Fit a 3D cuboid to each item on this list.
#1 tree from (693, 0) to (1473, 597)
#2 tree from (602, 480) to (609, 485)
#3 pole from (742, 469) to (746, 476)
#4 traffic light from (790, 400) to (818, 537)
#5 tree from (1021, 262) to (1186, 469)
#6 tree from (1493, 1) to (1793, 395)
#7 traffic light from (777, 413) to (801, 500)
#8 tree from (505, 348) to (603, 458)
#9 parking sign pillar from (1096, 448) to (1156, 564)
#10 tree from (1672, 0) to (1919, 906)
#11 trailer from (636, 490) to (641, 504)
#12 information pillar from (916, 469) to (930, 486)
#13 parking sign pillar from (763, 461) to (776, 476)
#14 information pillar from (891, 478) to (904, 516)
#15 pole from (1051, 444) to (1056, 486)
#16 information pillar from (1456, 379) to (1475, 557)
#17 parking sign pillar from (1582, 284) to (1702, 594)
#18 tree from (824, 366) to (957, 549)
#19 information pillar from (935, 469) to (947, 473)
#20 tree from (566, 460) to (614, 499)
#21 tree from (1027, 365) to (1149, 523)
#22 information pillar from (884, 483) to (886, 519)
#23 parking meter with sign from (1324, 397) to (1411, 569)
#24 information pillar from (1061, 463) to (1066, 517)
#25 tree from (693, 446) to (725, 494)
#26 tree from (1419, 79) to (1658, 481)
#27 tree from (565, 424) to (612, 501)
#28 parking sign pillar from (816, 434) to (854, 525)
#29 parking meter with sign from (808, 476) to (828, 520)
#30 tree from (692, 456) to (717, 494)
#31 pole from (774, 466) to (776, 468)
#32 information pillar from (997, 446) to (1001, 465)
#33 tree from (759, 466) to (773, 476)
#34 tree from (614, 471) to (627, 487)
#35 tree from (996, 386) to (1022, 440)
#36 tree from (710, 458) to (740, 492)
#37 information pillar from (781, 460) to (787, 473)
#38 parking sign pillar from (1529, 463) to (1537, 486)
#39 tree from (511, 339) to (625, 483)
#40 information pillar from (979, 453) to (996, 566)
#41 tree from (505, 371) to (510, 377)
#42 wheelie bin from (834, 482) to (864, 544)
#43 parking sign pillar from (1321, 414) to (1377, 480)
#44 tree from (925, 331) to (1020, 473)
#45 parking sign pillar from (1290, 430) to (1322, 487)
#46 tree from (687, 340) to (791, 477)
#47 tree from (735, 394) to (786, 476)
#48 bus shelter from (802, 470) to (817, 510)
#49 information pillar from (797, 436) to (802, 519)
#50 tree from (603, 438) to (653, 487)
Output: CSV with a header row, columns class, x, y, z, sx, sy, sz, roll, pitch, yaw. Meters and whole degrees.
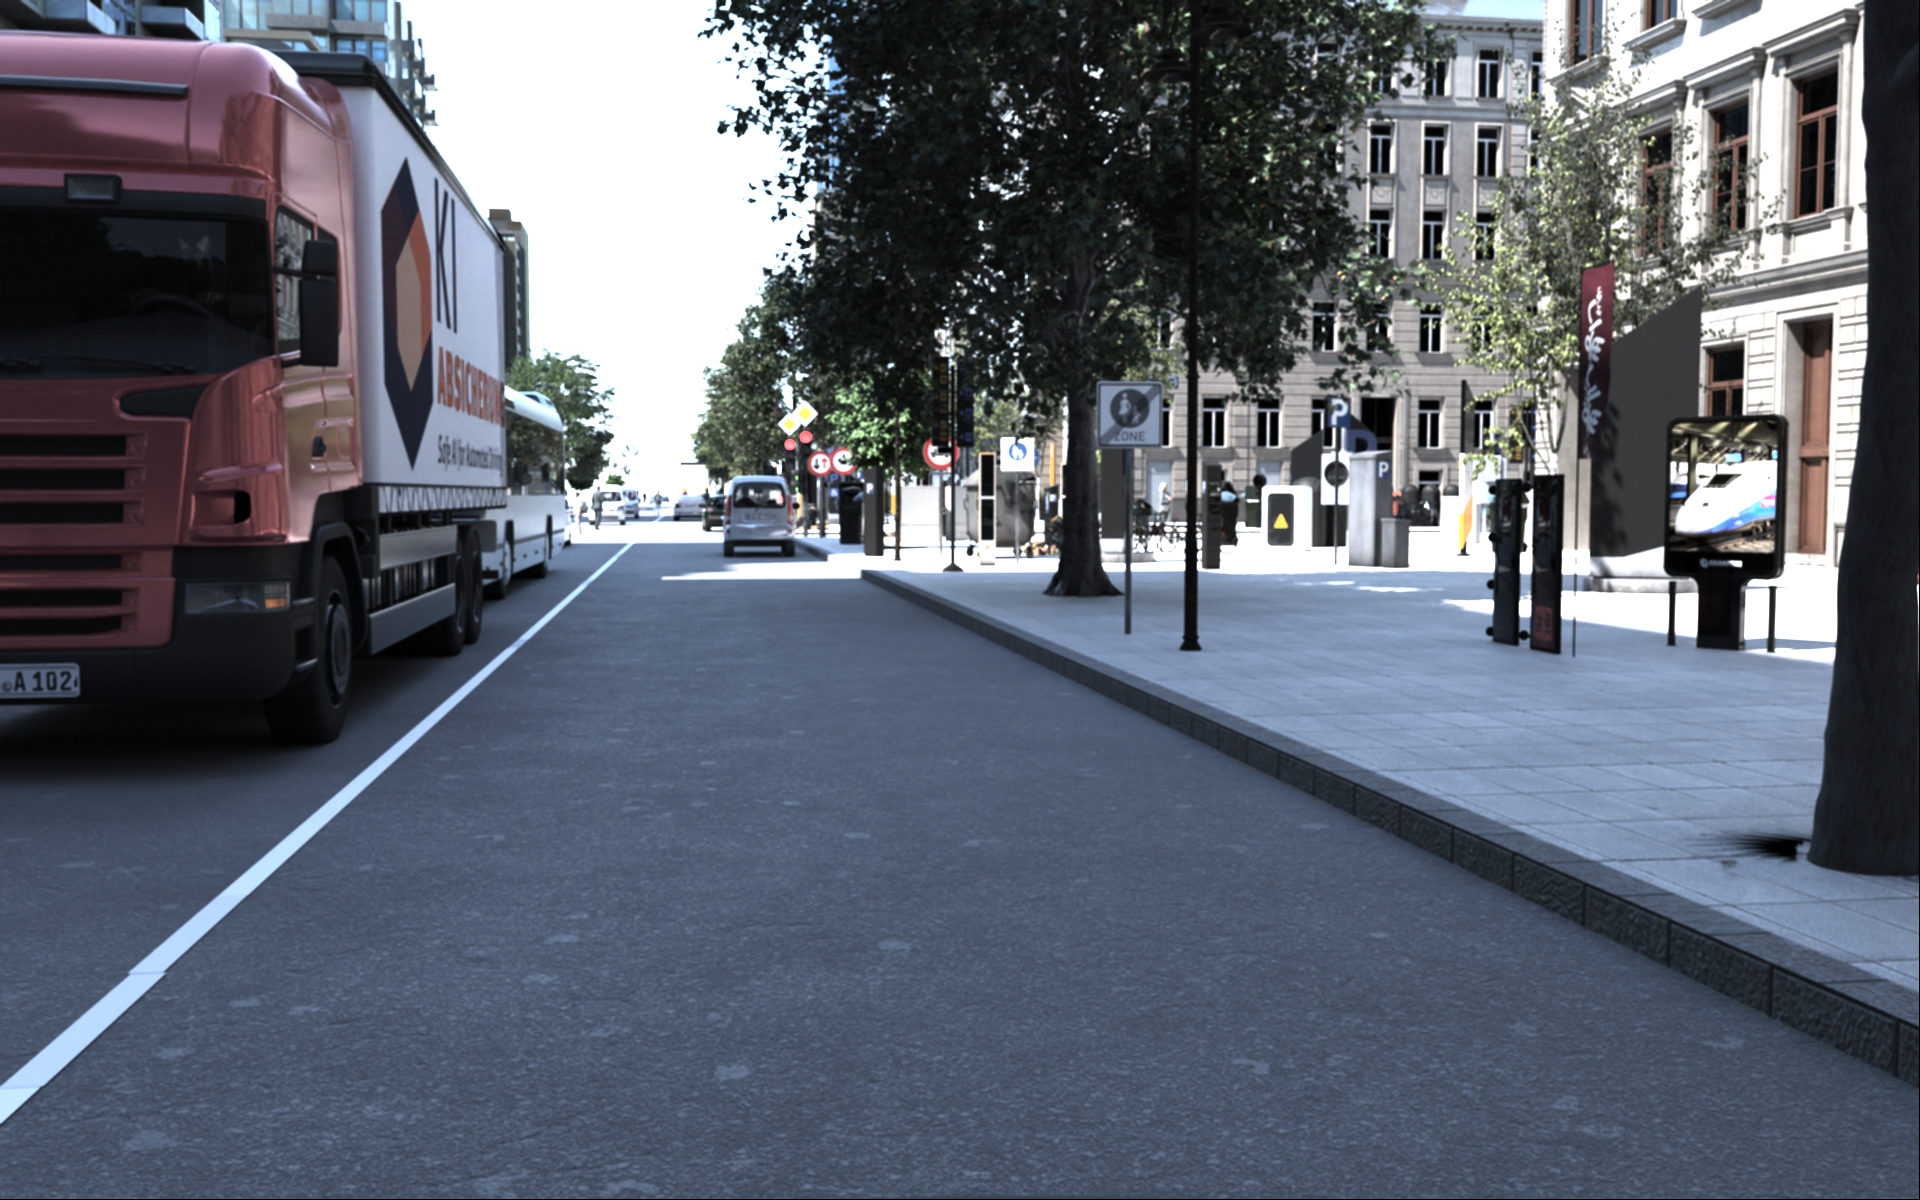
class,x,y,z,sx,sy,sz,roll,pitch,yaw
tree,1.490,-6.412,21.851,9.611,12.733,9.660,0,3,0
tree,-47.043,-14.363,229.429,1.663,3.219,1.824,0,3,0
pole,-13.538,-7.017,108.572,0.158,3.312,0.155,0,3,0
traffic light,-4.668,-3.860,52.035,0.839,4.253,0.868,-1,4,-9
tree,4.417,-5.903,46.880,4.737,8.622,4.395,0,3,0
tree,9.897,-4.642,26.262,4.360,8.622,3.978,0,3,0
traffic light,-5.912,-4.343,59.923,0.839,4.253,0.868,-1,4,-9
tree,-29.734,-12.151,124.430,9.928,11.665,9.643,0,3,0
parking sign pillar,2.963,-2.691,32.467,1.447,3.967,1.447,1,4,15
tree,3.204,-5.815,5.444,12.009,13.543,11.850,0,3,0
trailer,-45.899,-14.581,245.447,1.471,1.999,3.904,-1,4,-11
information pillar,-1.085,-2.839,50.906,0.304,2.012,0.304,-2,4,-32
parking sign pillar,-13.146,-8.039,119.916,1.447,3.967,1.447,1,4,20
information pillar,-2.316,-4.499,64.908,0.504,3.616,0.183,-1,4,-11
pole,3.805,-4.702,70.728,0.158,3.312,0.155,0,3,0
information pillar,10.406,-2.705,35.576,0.183,3.616,0.504,3,5,41
parking sign pillar,8.976,-2.095,22.719,1.447,3.967,1.447,1,4,21
tree,-1.544,-3.499,40.916,4.285,4.588,4.351,0,3,0
information pillar,-0.711,-4.244,60.737,0.504,3.616,0.183,-2,4,-28
tree,-36.608,-11.215,167.075,4.285,4.588,4.351,0,3,0
tree,5.123,-6.952,64.022,4.360,8.622,3.978,0,3,0
information pillar,-2.422,-3.612,50.411,0.504,3.616,0.183,2,4,30
parking meter with sign,7.193,-2.091,30.443,0.543,3.016,1.738,-2,4,-30
information pillar,2.611,-2.244,41.188,0.304,2.012,0.304,-3,5,-42
tree,-27.434,-16.380,202.219,8.767,10.594,7.601,0,4,6
tree,10.629,-4.952,31.329,4.737,8.622,4.395,0,3,0
tree,-38.713,-13.910,177.782,4.737,8.622,4.395,0,3,0
parking sign pillar,-5.307,-5.147,72.624,1.447,3.967,1.447,0,4,-7
parking meter with sign,-5.806,-4.798,74.715,1.738,3.016,0.543,-2,4,-27
tree,-39.484,-21.730,281.047,9.928,11.665,9.643,0,3,0
pole,-13.189,-7.953,123.872,0.158,3.312,0.155,0,3,0
information pillar,1.965,-5.650,83.732,0.183,3.616,0.504,-3,5,-39
tree,-12.234,-7.100,110.681,1.663,3.219,1.824,0,3,0
tree,-48.675,-15.927,244.125,4.285,4.588,4.351,0,3,0
tree,3.398,-7.773,77.451,4.360,8.622,3.978,0,3,0
tree,-36.132,-18.748,256.894,4.737,8.622,4.395,0,3,0
information pillar,-11.401,-7.406,112.448,0.504,3.616,0.183,1,4,12
parking sign pillar,38.678,-7.744,115.087,1.447,3.967,1.447,-2,4,-29
tree,-32.950,-14.494,143.626,9.857,13.997,8.962,0,3,0
information pillar,0.489,-1.615,30.900,0.304,2.012,0.304,0,4,0
tree,-24.931,-8.439,88.340,4.737,8.622,4.395,0,3,0
wheelie bin,-2.755,-2.237,44.482,0.980,1.594,0.693,0,4,2
parking sign pillar,12.025,-3.903,52.292,1.447,3.967,1.447,-1,4,-21
tree,0.863,-7.439,71.997,4.737,8.622,4.395,0,3,0
parking sign pillar,14.411,-5.117,72.140,1.447,3.967,1.447,0,4,2
tree,-16.202,-12.800,127.408,7.486,12.596,7.792,0,3,0
tree,-12.372,-9.478,105.320,4.360,8.622,3.978,0,3,0
bus shelter,-7.819,-6.249,93.460,1.731,3.624,6.357,-1,4,-9
information pillar,-6.406,-4.755,69.103,0.183,3.616,0.504,-1,4,-13
tree,-54.562,-21.289,282.485,8.767,10.594,7.601,-2,4,-24
